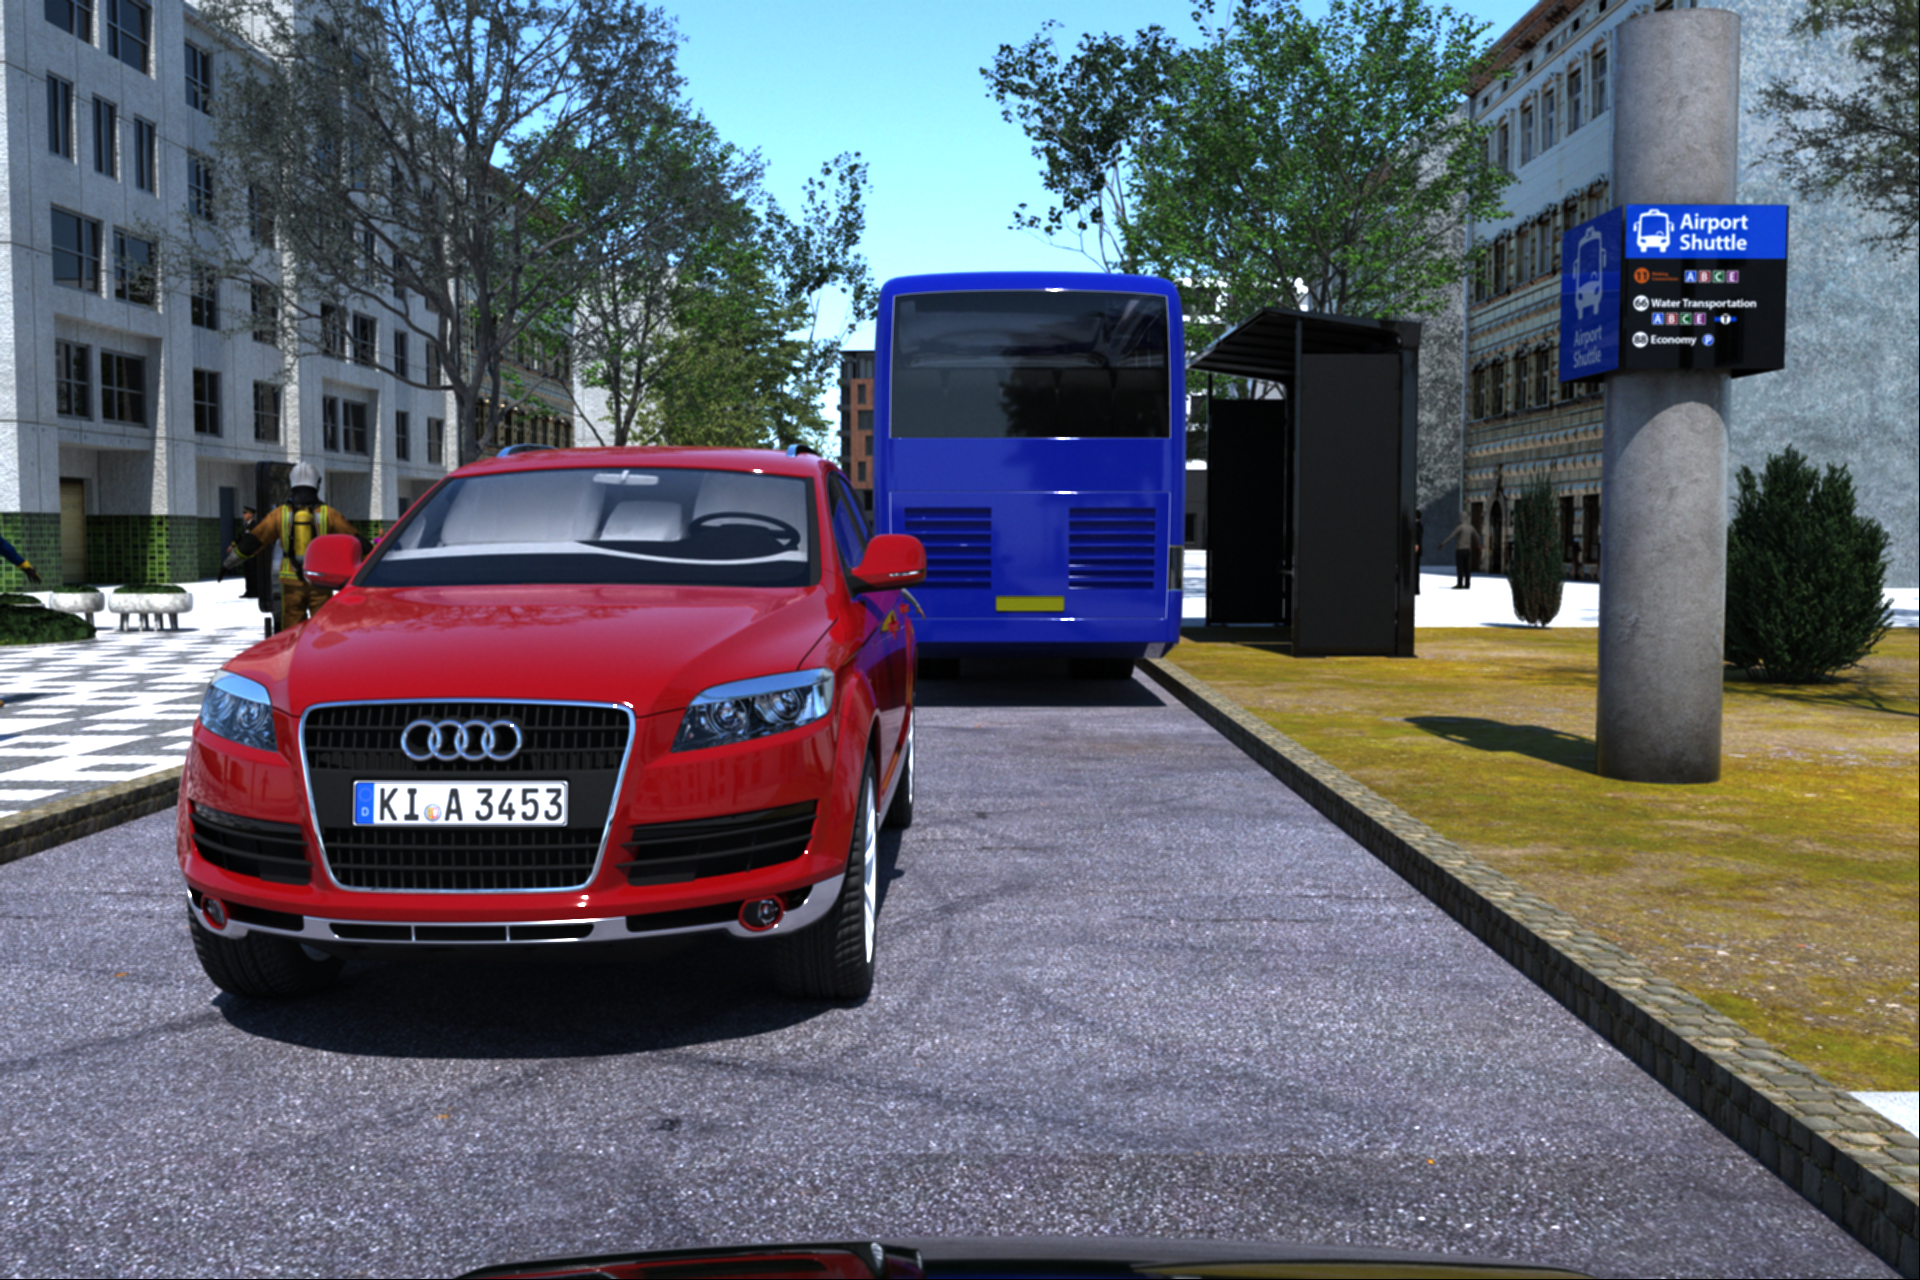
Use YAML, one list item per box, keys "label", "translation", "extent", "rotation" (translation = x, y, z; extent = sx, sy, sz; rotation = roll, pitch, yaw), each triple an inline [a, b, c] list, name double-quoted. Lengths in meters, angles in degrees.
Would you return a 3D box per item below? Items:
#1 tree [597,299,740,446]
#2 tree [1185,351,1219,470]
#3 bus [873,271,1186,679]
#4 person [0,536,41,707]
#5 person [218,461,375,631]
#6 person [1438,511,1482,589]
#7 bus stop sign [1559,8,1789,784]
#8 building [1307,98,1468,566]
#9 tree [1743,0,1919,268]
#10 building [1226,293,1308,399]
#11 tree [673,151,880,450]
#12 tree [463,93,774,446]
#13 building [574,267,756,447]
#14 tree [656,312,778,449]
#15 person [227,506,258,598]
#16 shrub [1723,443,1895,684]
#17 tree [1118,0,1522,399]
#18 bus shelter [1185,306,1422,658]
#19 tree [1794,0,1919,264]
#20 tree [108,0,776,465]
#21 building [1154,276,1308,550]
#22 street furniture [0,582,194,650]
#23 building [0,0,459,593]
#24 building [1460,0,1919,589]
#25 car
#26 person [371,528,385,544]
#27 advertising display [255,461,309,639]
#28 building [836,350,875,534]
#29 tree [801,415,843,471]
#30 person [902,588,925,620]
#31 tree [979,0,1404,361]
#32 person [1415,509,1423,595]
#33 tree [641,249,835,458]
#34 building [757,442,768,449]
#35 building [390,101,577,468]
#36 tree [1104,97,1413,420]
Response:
- label: "tree"
  translation: [-8.361, -6.180, 51.401]
  extent: [4.737, 8.622, 4.395]
  rotation: [0, 3, 0]
- label: "tree"
  translation: [7.628, -8.326, 70.537]
  extent: [8.767, 10.594, 7.601]
  rotation: [3, 5, 39]
- label: "bus"
  translation: [0.522, -1.737, 19.954]
  extent: [2.896, 3.916, 12.251]
  rotation: [0, 4, 0]
- label: "person"
  translation: [-7.239, -0.404, 12.583]
  extent: [0.705, 1.833, 1.349]
  rotation: [1, 4, 10]
- label: "person"
  translation: [-5.209, -0.493, 13.825]
  extent: [1.354, 1.858, 0.705]
  rotation: [-1, 4, -15]
- label: "person"
  translation: [11.703, -2.094, 40.359]
  extent: [1.348, 1.813, 0.705]
  rotation: [-2, 4, -29]
- label: "bus stop sign"
  translation: [3.697, -1.226, 9.069]
  extent: [0.837, 3.901, 0.837]
  rotation: [0, 4, -1]
- label: "building"
  translation: [26.794, -15.144, 78.532]
  extent: [19.493, 23.208, 18.063]
  rotation: [0, 3, 0]
- label: "tree"
  translation: [14.884, -6.749, 20.710]
  extent: [12.009, 13.543, 11.850]
  rotation: [0, 3, 0]
- label: "building"
  translation: [25.662, -16.978, 134.004]
  extent: [16.016, 20.090, 11.380]
  rotation: [0, 3, 0]
- label: "tree"
  translation: [-7.379, -14.004, 84.861]
  extent: [12.611, 20.169, 13.585]
  rotation: [0, 3, 0]
- label: "tree"
  translation: [-8.089, -7.046, 40.962]
  extent: [9.928, 11.665, 9.643]
  rotation: [0, 3, 0]
- label: "building"
  translation: [-25.710, -16.169, 130.823]
  extent: [16.747, 18.905, 31.486]
  rotation: [0, 4, 0]
- label: "tree"
  translation: [-8.320, -6.578, 57.906]
  extent: [4.737, 8.622, 4.395]
  rotation: [0, 3, 0]
- label: "person"
  translation: [-14.204, -1.754, 34.607]
  extent: [1.347, 1.837, 0.705]
  rotation: [3, 5, 39]
- label: "shrub"
  translation: [7.223, -0.674, 15.054]
  extent: [1.661, 2.075, 1.752]
  rotation: [0, 3, 0]
- label: "tree"
  translation: [6.671, -6.551, 32.868]
  extent: [9.928, 11.665, 9.643]
  rotation: [0, 3, 0]
- label: "bus shelter"
  translation: [3.946, -1.817, 20.998]
  extent: [1.731, 3.624, 6.357]
  rotation: [0, 4, -1]
- label: "tree"
  translation: [6.634, -3.723, 11.232]
  extent: [4.360, 8.622, 3.978]
  rotation: [0, 3, 0]
- label: "tree"
  translation: [-8.228, -7.259, 29.062]
  extent: [12.009, 13.543, 11.850]
  rotation: [0, 3, 0]
- label: "building"
  translation: [23.666, -18.937, 153.593]
  extent: [27.936, 21.610, 32.646]
  rotation: [0, 4, 1]
- label: "street furniture"
  translation: [-14.919, -0.383, 21.895]
  extent: [10.072, 0.657, 5.734]
  rotation: [1, 4, 15]
- label: "building"
  translation: [-28.463, -11.396, 52.782]
  extent: [16.747, 18.905, 31.486]
  rotation: [0, 4, 1]
- label: "building"
  translation: [26.165, -13.336, 48.966]
  extent: [19.493, 23.208, 18.063]
  rotation: [0, 4, 0]
- label: "car"
  translation: [-1.253, 0.100, 7.039]
  extent: [2.281, 1.827, 5.304]
  rotation: [0, 4, 1]
- label: "person"
  translation: [-14.285, -2.048, 42.753]
  extent: [0.991, 1.433, 0.599]
  rotation: [-1, 4, -11]
- label: "advertising display"
  translation: [-6.113, -0.642, 15.705]
  extent: [0.123, 1.923, 0.974]
  rotation: [0, 4, 0]
- label: "building"
  translation: [3.244, -21.686, 201.003]
  extent: [32.646, 21.610, 27.936]
  rotation: [0, 4, 3]
- label: "tree"
  translation: [-8.882, -9.499, 105.663]
  extent: [4.737, 8.622, 4.395]
  rotation: [0, 3, 0]
- label: "person"
  translation: [-0.756, -0.102, 13.385]
  extent: [0.991, 1.433, 0.599]
  rotation: [-1, 4, -8]
- label: "tree"
  translation: [7.009, -12.169, 54.859]
  extent: [12.611, 20.169, 13.585]
  rotation: [0, 3, 0]
- label: "person"
  translation: [9.562, -1.856, 36.532]
  extent: [0.705, 1.806, 1.347]
  rotation: [0, 4, 5]
- label: "tree"
  translation: [-8.854, -9.216, 68.803]
  extent: [7.486, 12.596, 7.792]
  rotation: [0, 3, 0]
- label: "building"
  translation: [-22.814, -13.705, 166.223]
  extent: [9.099, 9.664, 28.070]
  rotation: [0, 4, 1]
- label: "building"
  translation: [-28.765, -15.119, 78.124]
  extent: [19.493, 23.208, 18.063]
  rotation: [0, 4, 1]
- label: "tree"
  translation: [7.087, -7.098, 41.813]
  extent: [9.928, 11.665, 9.643]
  rotation: [0, 3, 0]
